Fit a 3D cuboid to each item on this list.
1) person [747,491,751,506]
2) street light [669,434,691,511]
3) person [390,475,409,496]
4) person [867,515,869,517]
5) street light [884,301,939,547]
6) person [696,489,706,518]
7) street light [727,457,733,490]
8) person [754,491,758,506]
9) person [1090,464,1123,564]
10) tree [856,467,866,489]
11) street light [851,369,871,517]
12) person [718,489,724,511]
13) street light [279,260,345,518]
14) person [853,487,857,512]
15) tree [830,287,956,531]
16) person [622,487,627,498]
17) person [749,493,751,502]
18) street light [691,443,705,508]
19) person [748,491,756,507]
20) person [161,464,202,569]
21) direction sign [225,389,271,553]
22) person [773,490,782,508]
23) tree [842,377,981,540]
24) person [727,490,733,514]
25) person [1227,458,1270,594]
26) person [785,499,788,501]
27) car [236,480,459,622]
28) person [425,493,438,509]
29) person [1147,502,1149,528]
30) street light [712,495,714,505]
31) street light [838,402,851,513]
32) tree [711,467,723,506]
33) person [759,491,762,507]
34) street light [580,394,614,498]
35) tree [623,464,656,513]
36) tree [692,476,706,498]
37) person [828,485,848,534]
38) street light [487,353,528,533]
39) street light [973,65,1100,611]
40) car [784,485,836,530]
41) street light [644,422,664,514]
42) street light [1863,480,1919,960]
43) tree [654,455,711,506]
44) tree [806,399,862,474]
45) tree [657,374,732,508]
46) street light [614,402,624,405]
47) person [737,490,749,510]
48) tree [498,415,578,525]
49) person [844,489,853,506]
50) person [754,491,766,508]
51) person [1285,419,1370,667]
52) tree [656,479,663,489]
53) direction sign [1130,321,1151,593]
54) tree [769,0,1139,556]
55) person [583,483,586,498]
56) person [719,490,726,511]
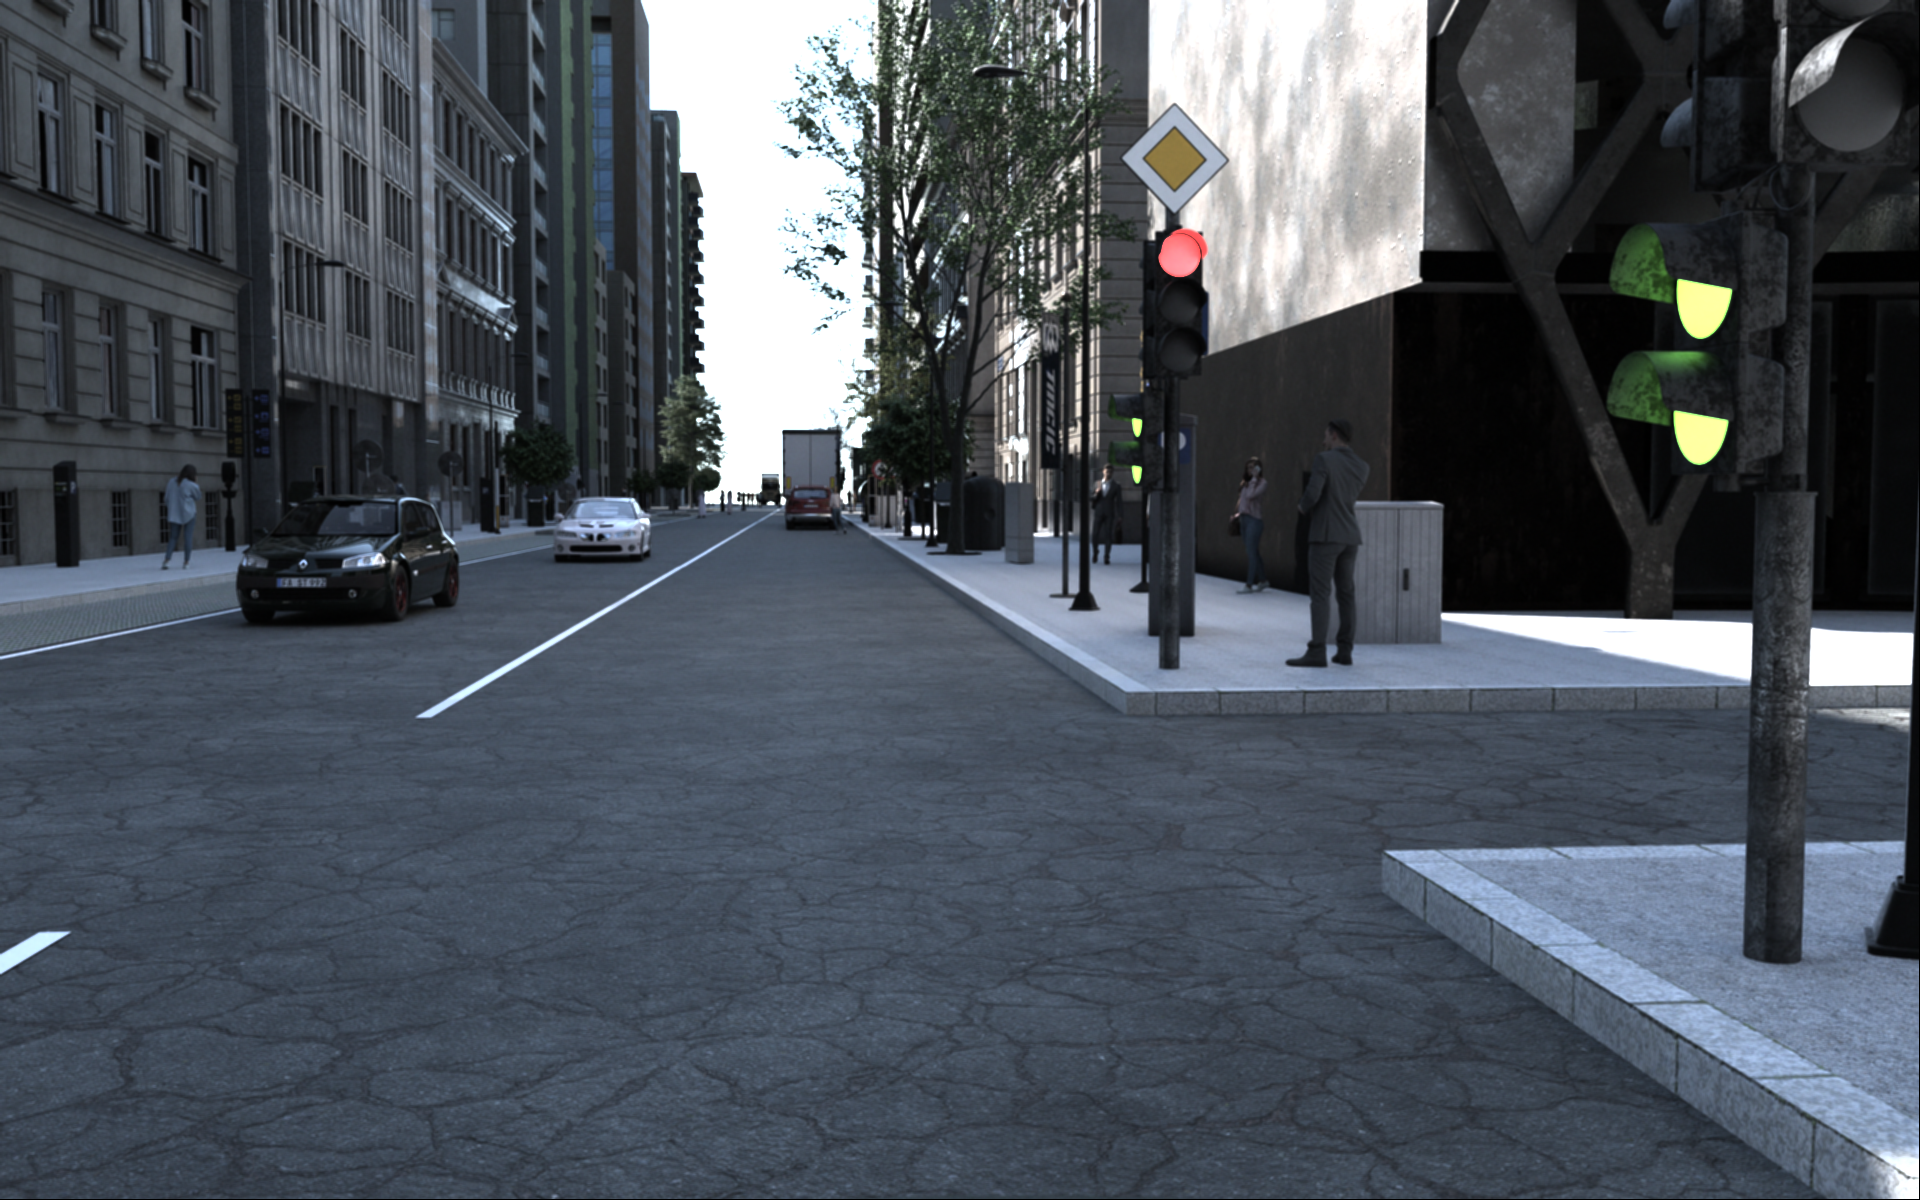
[{"bbox_3d":[-24.600,-11.766,200.807,1.348,1.831,0.705,2,4,33],"label":"person"},{"bbox_3d":[-21.888,-9.916,134.669,1.470,5.913,1.316,0,4,-5],"label":"street light"},{"bbox_3d":[-14.579,-2.344,44.707,0.721,1.781,0.623,0,4,3],"label":"person"},{"bbox_3d":[-4.259,-4.684,82.435,0.447,1.846,0.655,-2,4,-32],"label":"person"},{"bbox_3d":[-1.225,-4.242,41.904,1.470,5.913,1.316,0,4,-5],"label":"street light"},{"bbox_3d":[-15.620,-5.849,104.793,0.621,1.740,0.551,2,4,23],"label":"person"},{"bbox_3d":[-29.067,-14.894,216.057,1.470,5.913,1.316,0,4,-5],"label":"street light"},{"bbox_3d":[-25.204,-12.619,214.845,1.348,1.821,0.705,-3,4,-37],"label":"person"},{"bbox_3d":[2.675,-1.576,31.783,0.622,1.834,0.822,0,4,2],"label":"person"},{"bbox_3d":[-5.478,-6.655,103.408,1.663,3.219,1.824,0,3,0],"label":"tree"},{"bbox_3d":[-3.229,-5.636,64.692,1.470,5.913,1.316,0,4,-5],"label":"street light"},{"bbox_3d":[-19.705,-8.230,143.048,0.705,1.826,1.348,-2,4,-25],"label":"person"},{"bbox_3d":[-12.927,-3.791,34.520,1.470,5.913,1.316,0,4,-5],"label":"street light"},{"bbox_3d":[-7.641,-7.357,126.329,0.705,1.824,1.348,0,4,-5],"label":"person"},{"bbox_3d":[-2.303,-6.698,59.870,4.737,8.622,4.395,0,3,0],"label":"tree"},{"bbox_3d":[-19.885,-5.834,102.231,0.445,1.727,0.742,-2,4,-29],"label":"person"},{"bbox_3d":[-29.207,-14.130,240.997,0.593,1.643,0.415,-1,4,-11],"label":"person"},{"bbox_3d":[-23.849,-11.310,157.461,1.470,5.913,1.316,0,4,-5],"label":"street light"},{"bbox_3d":[-23.415,-11.448,195.619,1.348,1.831,0.705,0,4,-6],"label":"person"},{"bbox_3d":[-13.317,-1.424,29.585,0.793,1.790,0.793,-2,4,-35],"label":"person"},{"bbox_3d":[-15.359,-2.779,37.438,0.876,3.537,0.379,-1,4,-22],"label":"direction sign"},{"bbox_3d":[-18.320,-10.256,175.813,1.348,1.869,0.705,-2,4,-32],"label":"person"},{"bbox_3d":[-1.053,-3.983,48.839,4.285,4.588,4.351,0,3,0],"label":"tree"},{"bbox_3d":[-16.332,-6.956,122.900,0.551,1.740,0.621,1,4,22],"label":"person"},{"bbox_3d":[3.824,-0.970,22.489,0.643,1.750,0.593,-1,4,-23],"label":"person"},{"bbox_3d":[-22.857,-13.457,228.609,1.348,1.812,0.705,-2,4,-28],"label":"person"},{"bbox_3d":[-7.208,-0.664,20.647,2.009,1.686,4.222,0,4,-4],"label":"car"},{"bbox_3d":[-15.977,-2.565,52.267,0.425,1.301,0.394,-2,4,-25],"label":"person"},{"bbox_3d":[3.274,-1.326,28.482,0.466,1.731,0.760,-1,4,-12],"label":"person"},{"bbox_3d":[-25.037,-12.107,170.484,1.470,5.913,1.316,0,4,-5],"label":"street light"},{"bbox_3d":[-5.255,-7.030,87.477,1.470,5.913,1.316,0,4,-5],"label":"street light"},{"bbox_3d":[-27.626,-12.599,189.709,4.285,4.588,4.351,0,3,0],"label":"tree"},{"bbox_3d":[-23.034,-11.620,199.200,0.721,1.735,1.217,1,4,9],"label":"person"},{"bbox_3d":[-16.964,-6.578,80.092,1.470,5.913,1.316,0,4,-5],"label":"street light"},{"bbox_3d":[-20.538,-7.048,109.835,1.663,3.219,1.824,0,3,0],"label":"tree"},{"bbox_3d":[-27.786,-11.448,181.780,1.663,3.219,1.824,0,3,0],"label":"tree"},{"bbox_3d":[-4.317,-3.251,62.330,0.598,1.740,0.731,3,5,41],"label":"person"},{"bbox_3d":[-14.956,-5.184,57.305,1.470,5.913,1.316,0,4,-5],"label":"street light"},{"bbox_3d":[0.839,-2.840,18.974,1.470,5.913,1.316,0,4,-5],"label":"street light"},{"bbox_3d":[-6.081,-3.807,70.918,2.281,1.827,5.304,0,4,-5],"label":"car"},{"bbox_3d":[-19.821,-8.523,111.887,1.470,5.913,1.316,0,4,-5],"label":"street light"},{"bbox_3d":[2.174,-1.965,4.664,1.470,5.913,1.316,0,4,-5],"label":"street light"},{"bbox_3d":[-23.978,-9.875,145.173,4.285,4.588,4.351,0,3,0],"label":"tree"},{"bbox_3d":[-12.514,-14.495,171.399,7.601,10.594,8.767,-3,5,-41],"label":"tree"},{"bbox_3d":[-25.136,-15.016,163.634,7.486,12.596,7.792,0,3,0],"label":"tree"},{"bbox_3d":[-17.701,-7.041,87.662,1.470,5.913,1.316,0,4,-5],"label":"street light"},{"bbox_3d":[-18.941,-8.733,151.429,0.705,1.807,1.348,3,5,42],"label":"person"},{"bbox_3d":[-17.563,-5.404,72.062,4.285,4.588,4.351,0,3,0],"label":"tree"},{"bbox_3d":[-11.903,-10.935,184.854,1.348,1.821,0.705,3,5,40],"label":"person"},{"bbox_3d":[-20.497,-10.285,177.454,1.217,1.735,0.721,-2,4,-26],"label":"person"},{"bbox_3d":[2.743,-0.439,13.032,0.655,1.846,0.447,-2,4,-35],"label":"person"},{"bbox_3d":[-21.143,-7.480,116.905,1.663,3.219,1.824,0,3,0],"label":"tree"},{"bbox_3d":[2.411,-1.871,22.585,0.379,3.537,0.876,0,4,-2],"label":"direction sign"},{"bbox_3d":[-0.151,-6.755,36.196,9.928,11.665,9.643,0,3,0],"label":"tree"},{"bbox_3d":[-17.851,-4.612,81.633,0.511,1.800,0.466,3,5,43],"label":"person"},{"bbox_3d":[-19.858,-8.286,144.696,0.721,1.743,1.217,1,4,17],"label":"person"}]
